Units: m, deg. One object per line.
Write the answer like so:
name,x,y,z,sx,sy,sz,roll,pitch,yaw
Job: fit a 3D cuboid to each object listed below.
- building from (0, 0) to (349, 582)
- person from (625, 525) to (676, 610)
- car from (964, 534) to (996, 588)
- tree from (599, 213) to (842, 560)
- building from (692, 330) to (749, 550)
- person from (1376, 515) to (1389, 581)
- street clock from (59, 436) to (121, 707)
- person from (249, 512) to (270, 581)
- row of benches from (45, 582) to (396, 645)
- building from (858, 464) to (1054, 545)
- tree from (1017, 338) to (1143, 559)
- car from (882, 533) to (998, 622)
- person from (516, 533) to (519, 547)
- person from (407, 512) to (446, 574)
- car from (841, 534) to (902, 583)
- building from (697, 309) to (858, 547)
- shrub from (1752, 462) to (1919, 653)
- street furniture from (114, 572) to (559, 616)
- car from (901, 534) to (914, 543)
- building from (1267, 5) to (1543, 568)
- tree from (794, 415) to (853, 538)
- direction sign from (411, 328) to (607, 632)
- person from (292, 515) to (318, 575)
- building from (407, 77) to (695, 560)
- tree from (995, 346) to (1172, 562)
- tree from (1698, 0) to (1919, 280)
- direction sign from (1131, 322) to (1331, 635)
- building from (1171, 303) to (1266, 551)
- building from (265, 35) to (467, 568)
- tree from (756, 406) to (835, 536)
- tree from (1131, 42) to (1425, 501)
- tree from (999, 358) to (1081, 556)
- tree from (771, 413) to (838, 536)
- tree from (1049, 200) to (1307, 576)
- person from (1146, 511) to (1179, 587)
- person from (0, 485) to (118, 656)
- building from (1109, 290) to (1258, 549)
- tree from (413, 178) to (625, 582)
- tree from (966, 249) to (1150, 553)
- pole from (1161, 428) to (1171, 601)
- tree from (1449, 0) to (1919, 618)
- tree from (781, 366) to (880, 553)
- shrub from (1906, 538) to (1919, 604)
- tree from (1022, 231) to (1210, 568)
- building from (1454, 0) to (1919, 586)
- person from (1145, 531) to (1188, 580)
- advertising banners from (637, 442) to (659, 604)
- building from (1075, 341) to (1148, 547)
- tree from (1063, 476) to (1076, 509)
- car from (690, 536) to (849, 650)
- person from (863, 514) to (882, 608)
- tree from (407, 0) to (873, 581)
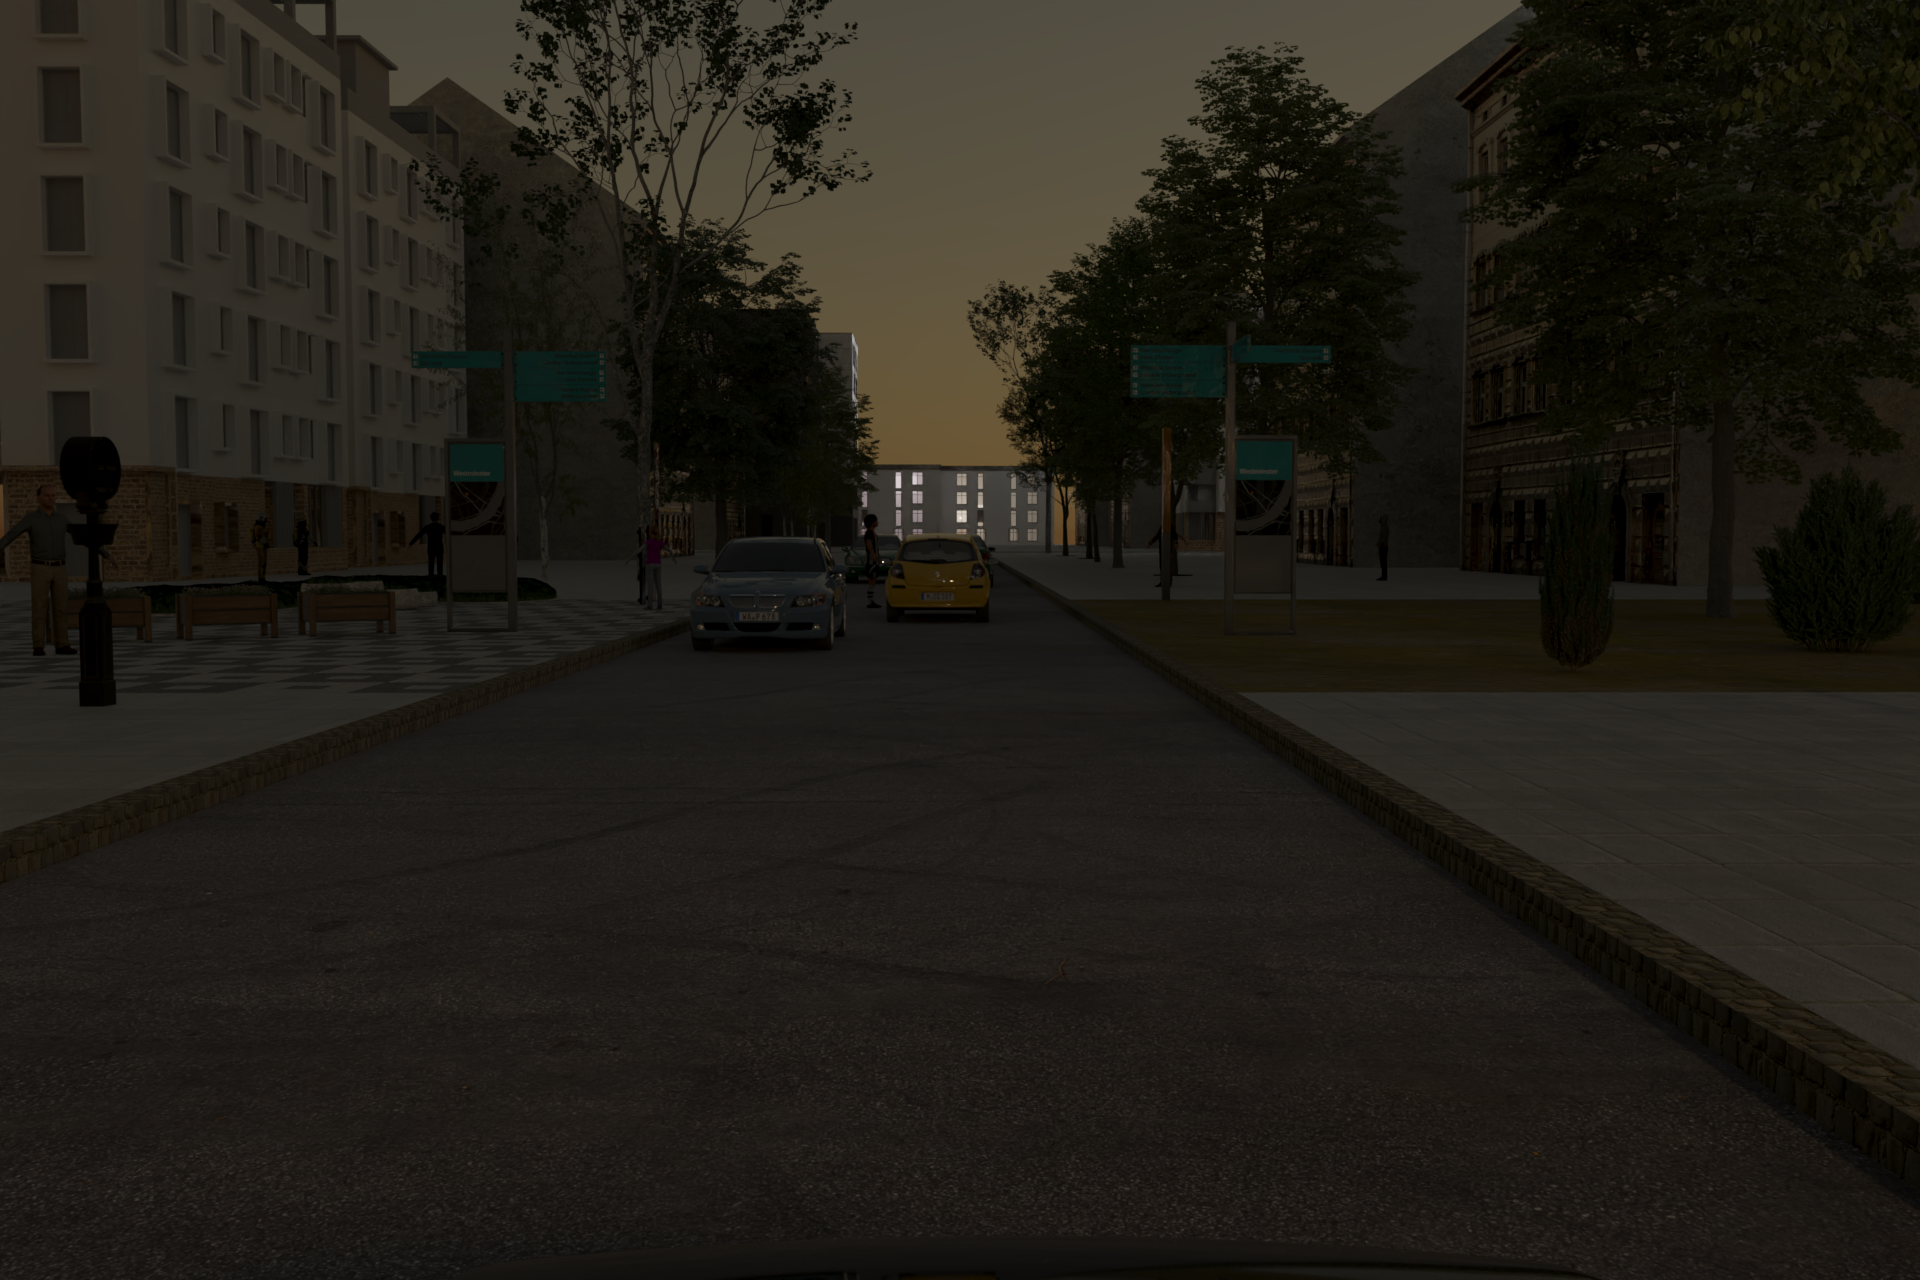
building,-26.489,-11.695,47.640,16.016,20.090,11.380,0,4,0
person,-5.228,-1.231,29.398,0.991,1.433,0.599,-3,5,-41
car,-0.051,-2.197,47.713,2.131,1.459,4.920,0,4,-2
tree,-9.458,-9.889,68.339,9.857,13.997,8.962,0,3,0
building,-28.594,-19.320,146.804,19.493,23.208,18.063,0,4,-1
person,11.634,-2.543,47.707,0.705,1.813,1.348,1,4,8
street clock,-6.450,-0.510,12.901,0.358,2.002,0.471,0,4,1
person,-18.145,-2.405,45.092,0.705,1.858,1.354,-2,4,-24
row of benches,-9.090,-0.355,21.260,4.104,0.672,1.422,-2,4,-34
building,-2.514,-16.206,209.565,28.070,9.664,9.099,0,4,-2
tree,6.502,-9.972,88.797,9.928,11.665,9.643,0,3,0
car,-0.355,-1.179,29.506,2.015,1.641,3.980,0,4,0
person,-13.715,-2.823,52.374,1.346,1.802,0.704,3,5,39
person,-12.492,-2.145,41.262,1.347,1.806,0.705,0,4,-6
car,-2.465,-2.459,51.999,2.131,1.459,4.920,0,4,-1
building,-24.759,-20.148,173.388,27.936,21.610,32.646,0,4,-1
shrub,9.633,-0.912,18.951,1.661,2.075,1.752,0,3,0
street furniture,-11.072,-0.980,31.653,5.734,0.657,10.072,1,4,14
car,-1.995,-4.770,89.780,2.131,1.459,4.920,0,3,0
building,24.160,-14.886,74.312,19.493,23.208,18.063,0,4,0
tree,-9.061,-9.462,105.068,4.360,8.622,3.978,0,3,0
direction sign,-5.866,-2.104,23.167,2.525,3.948,1.411,0,4,0
person,-20.376,-2.935,53.760,1.354,1.856,0.705,3,5,40
building,-24.843,-16.026,92.961,19.493,23.208,18.063,0,4,-1
tree,6.101,-8.849,79.099,8.767,10.594,7.601,-2,4,-34
tree,6.505,-3.702,10.883,4.737,8.622,4.395,0,3,0
direction sign,3.425,-1.993,21.356,2.525,3.948,1.411,0,4,-1
building,22.054,-17.492,142.406,16.016,20.090,11.380,0,4,0
building,-27.704,-12.890,67.164,16.016,20.090,11.380,0,4,-1
tree,-8.728,-8.384,87.448,4.737,8.622,4.395,0,3,0
tree,7.358,-7.498,40.715,7.486,12.596,7.792,0,3,0
tree,6.067,-10.672,100.247,9.928,11.665,9.643,0,3,0
tree,-9.337,-9.043,98.215,4.737,8.622,4.395,0,3,0
tree,6.646,-7.772,52.829,9.928,11.665,9.643,0,3,0
person,4.935,-2.196,41.836,0.705,1.837,1.347,-2,4,-26
person,-9.656,-0.740,18.374,0.705,1.796,1.348,3,5,41
building,24.100,-20.211,161.386,19.493,23.208,18.063,0,4,0
tree,-8.523,-5.242,36.074,4.360,8.622,3.978,0,3,0
tree,7.101,-15.818,114.514,12.611,20.169,13.585,0,3,0
pole,3.979,-2.419,33.396,0.158,3.312,0.155,0,3,0
tree,11.300,-6.615,26.286,7.486,12.596,7.792,0,3,0
tree,-8.989,-12.136,116.546,7.486,12.596,7.792,0,3,0
shrub,17.640,-1.269,31.860,1.383,1.207,1.383,0,3,0
tree,6.127,-8.984,65.020,7.486,12.596,7.792,0,3,0
building,26.753,-13.451,50.855,19.493,23.208,18.063,0,3,0
person,5.782,-2.549,48.482,1.217,1.733,0.721,0,4,-1
advertising banners,-5.804,-2.215,32.403,0.090,3.025,2.074,0,4,1
building,22.287,-21.664,185.137,19.493,23.208,18.063,0,3,0
tree,17.406,-18.264,208.986,12.009,13.543,11.850,0,3,0
car,-2.449,-0.666,22.884,2.014,1.417,4.499,0,4,-1
person,-1.679,-1.529,33.603,0.704,1.843,1.345,0,4,1
tree,-8.518,-11.745,47.924,12.611,20.169,13.585,0,3,0
